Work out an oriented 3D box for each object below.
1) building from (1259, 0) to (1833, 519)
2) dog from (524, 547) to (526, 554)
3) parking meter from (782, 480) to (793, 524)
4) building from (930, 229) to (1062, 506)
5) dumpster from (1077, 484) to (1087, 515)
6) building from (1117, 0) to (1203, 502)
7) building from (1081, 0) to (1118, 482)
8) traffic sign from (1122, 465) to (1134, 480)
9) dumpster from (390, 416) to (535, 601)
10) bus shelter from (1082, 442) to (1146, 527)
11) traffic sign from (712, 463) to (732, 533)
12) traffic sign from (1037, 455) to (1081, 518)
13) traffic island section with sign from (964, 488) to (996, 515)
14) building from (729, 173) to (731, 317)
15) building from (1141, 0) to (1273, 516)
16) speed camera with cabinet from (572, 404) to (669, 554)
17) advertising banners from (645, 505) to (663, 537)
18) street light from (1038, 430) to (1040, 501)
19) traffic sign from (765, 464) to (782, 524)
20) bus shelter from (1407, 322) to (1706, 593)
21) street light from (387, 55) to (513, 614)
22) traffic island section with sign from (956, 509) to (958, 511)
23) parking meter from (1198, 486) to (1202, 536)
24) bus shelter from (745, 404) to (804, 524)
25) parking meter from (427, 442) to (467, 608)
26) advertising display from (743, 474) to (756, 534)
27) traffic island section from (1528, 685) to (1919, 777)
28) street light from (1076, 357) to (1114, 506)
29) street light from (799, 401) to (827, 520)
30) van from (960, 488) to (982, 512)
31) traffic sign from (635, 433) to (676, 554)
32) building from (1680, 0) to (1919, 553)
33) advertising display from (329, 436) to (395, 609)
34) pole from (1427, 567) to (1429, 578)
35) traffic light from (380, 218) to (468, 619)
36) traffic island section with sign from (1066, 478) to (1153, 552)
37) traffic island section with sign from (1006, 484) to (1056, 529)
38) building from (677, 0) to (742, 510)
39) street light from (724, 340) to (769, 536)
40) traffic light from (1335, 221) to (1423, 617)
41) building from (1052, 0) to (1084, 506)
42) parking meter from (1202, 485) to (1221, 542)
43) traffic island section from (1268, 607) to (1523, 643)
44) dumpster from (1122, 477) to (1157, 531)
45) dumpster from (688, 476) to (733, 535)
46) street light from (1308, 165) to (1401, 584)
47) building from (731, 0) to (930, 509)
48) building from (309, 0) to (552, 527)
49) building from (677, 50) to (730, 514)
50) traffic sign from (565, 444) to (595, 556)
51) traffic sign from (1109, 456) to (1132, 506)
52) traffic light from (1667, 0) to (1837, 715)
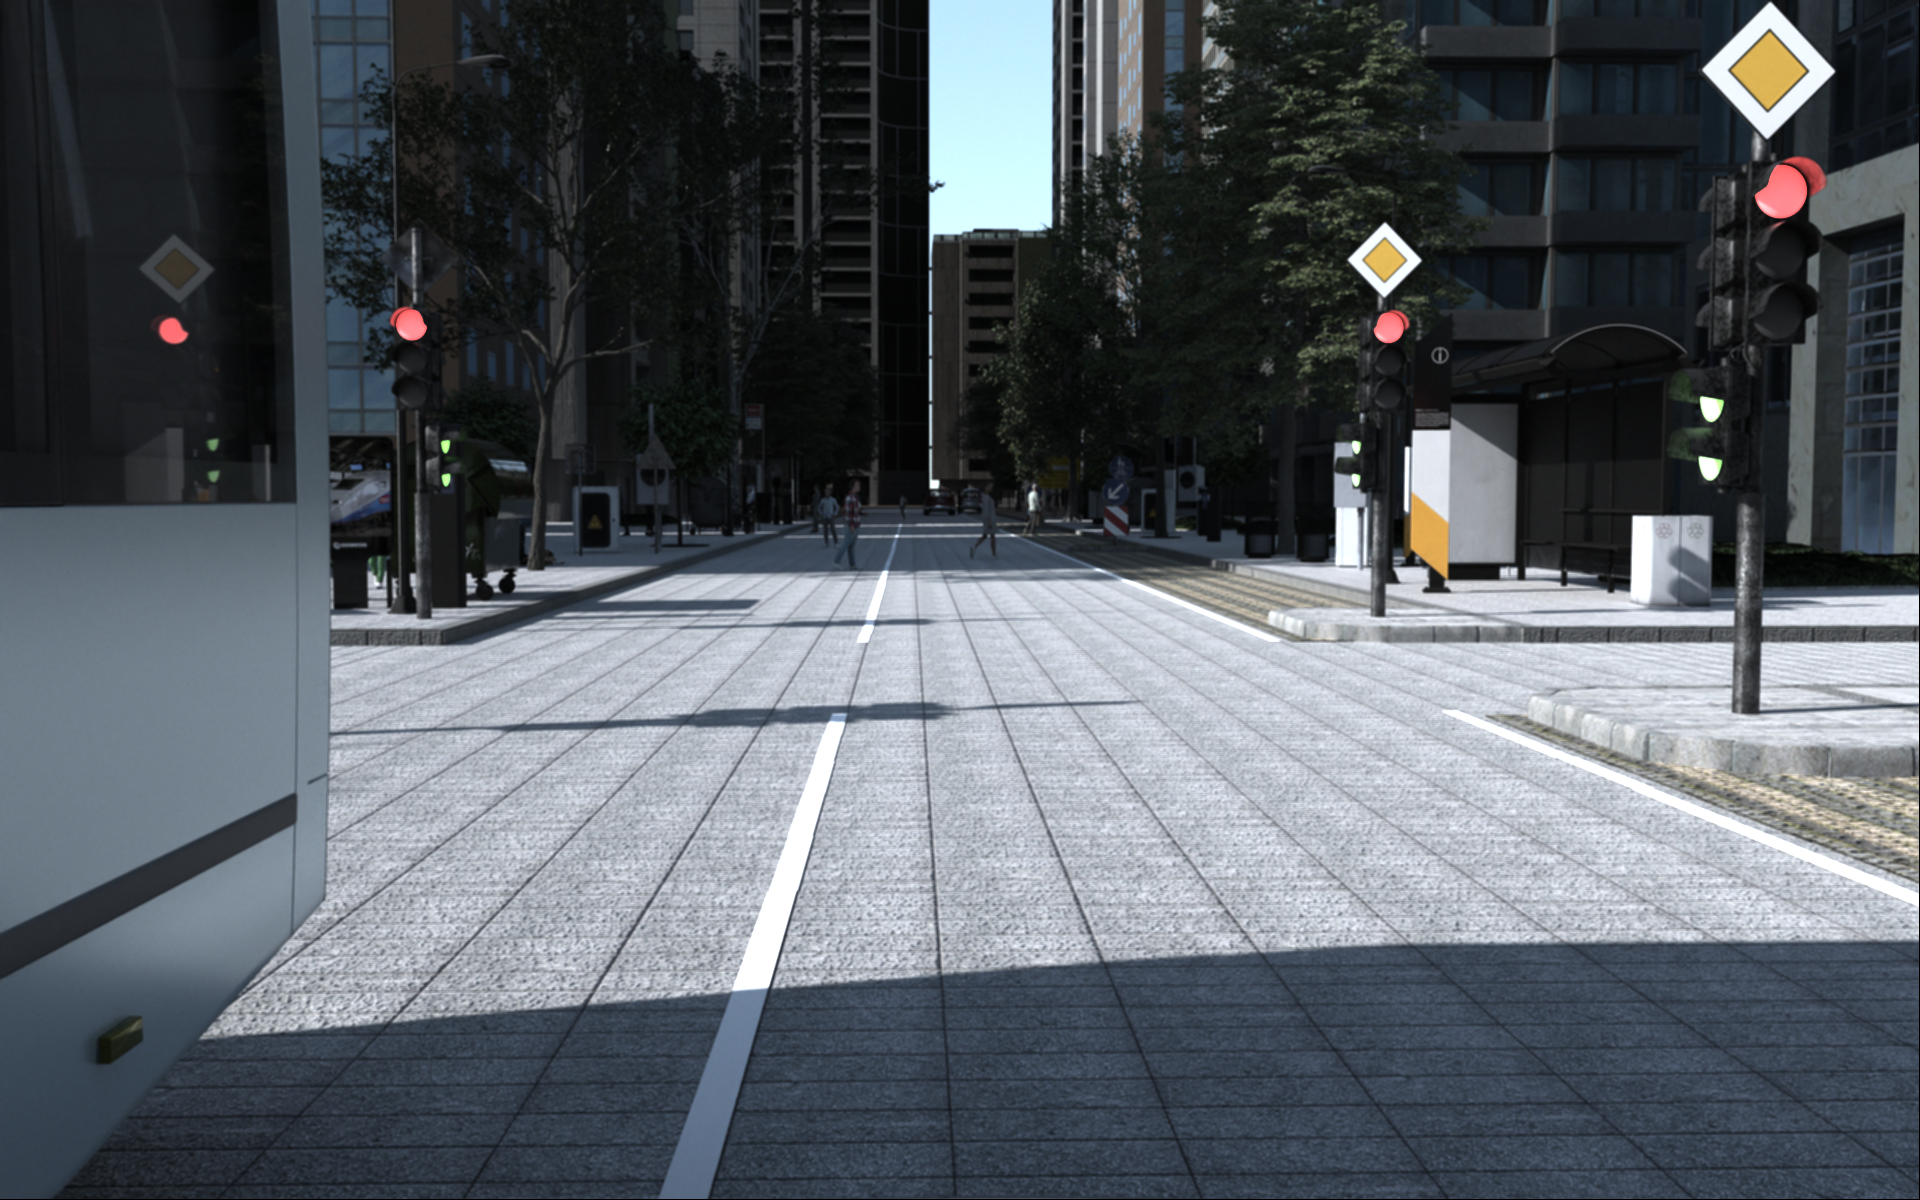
[{"bbox_3d":[26.318,-28.032,77.938,23.786,49.044,30.456,0,4,-2],"label":"building"},{"bbox_3d":[-9.213,-1.314,35.857,0.800,0.831,0.513,2,4,31],"label":"dog"},{"bbox_3d":[-7.283,-4.123,73.125,0.255,1.863,0.399,2,4,33],"label":"parking meter"},{"bbox_3d":[3.776,-25.669,191.396,14.107,30.474,14.160,0,4,-2],"label":"building"},{"bbox_3d":[6.492,-5.142,89.829,1.264,1.857,1.865,0,4,-2],"label":"dumpster"},{"bbox_3d":[19.088,-29.057,125.193,14.600,45.320,14.200,0,4,-2],"label":"building"},{"bbox_3d":[20.896,-36.950,146.126,21.231,58.520,28.212,0,4,-2],"label":"building"},{"bbox_3d":[5.942,-3.859,63.194,0.768,2.556,0.104,0,4,1],"label":"traffic sign"},{"bbox_3d":[-6.221,-1.159,21.442,1.502,2.255,1.985,0,4,-2],"label":"dumpster"},{"bbox_3d":[6.204,-4.682,70.477,2.014,3.302,5.546,0,4,-2],"label":"bus shelter"},{"bbox_3d":[-7.942,-3.511,57.504,0.768,2.556,0.104,0,4,0],"label":"traffic sign"},{"bbox_3d":[5.200,-5.942,91.018,2.265,3.308,0.079,0,4,1],"label":"traffic sign"},{"bbox_3d":[1.487,-6.826,120.240,1.989,1.847,2.006,0,4,-2],"label":"traffic island section with sign"},{"bbox_3d":[-24.690,-21.797,128.075,14.160,30.474,14.107,0,4,-2],"label":"building"},{"bbox_3d":[28.019,-25.361,106.534,32.217,40.220,23.993,0,4,-2],"label":"building"},{"bbox_3d":[-7.392,-2.652,37.693,2.038,3.252,0.660,-1,4,-14],"label":"speed camera with cabinet"},{"bbox_3d":[-9.020,-3.399,51.755,0.090,3.025,2.074,-2,4,-31],"label":"advertising banners"},{"bbox_3d":[3.698,-7.370,93.039,1.470,5.913,1.316,0,4,-2],"label":"street light"},{"bbox_3d":[-7.995,-4.536,74.272,0.768,2.556,0.104,0,4,7],"label":"traffic sign"},{"bbox_3d":[7.701,-1.791,23.200,2.014,3.302,5.546,0,4,-2],"label":"bus shelter"},{"bbox_3d":[-5.434,-2.810,18.489,1.470,5.913,1.316,0,4,-2],"label":"street light"},{"bbox_3d":[0.685,-8.509,147.756,1.989,1.847,2.006,0,4,-2],"label":"traffic island section with sign"},{"bbox_3d":[7.543,-2.758,53.496,0.372,1.533,0.369,0,3,0],"label":"parking meter"},{"bbox_3d":[-8.544,-6.241,79.671,2.179,5.291,8.768,0,4,-2],"label":"bus shelter"},{"bbox_3d":[-5.788,-0.843,19.502,0.399,1.863,0.255,0,4,-3],"label":"parking meter"},{"bbox_3d":[-6.861,-3.132,56.426,0.123,1.923,0.974,1,4,11],"label":"advertising display"},{"bbox_3d":[4.625,0.742,10.148,2.009,0.180,2.903,0,4,-2],"label":"traffic island section"},{"bbox_3d":[4.630,-5.270,58.702,1.470,5.913,1.316,0,4,-2],"label":"street light"},{"bbox_3d":[-7.354,-6.978,86.629,1.470,5.913,1.316,0,4,-2],"label":"street light"},{"bbox_3d":[0.828,-7.897,136.132,2.013,2.044,4.112,0,4,-2],"label":"van"},{"bbox_3d":[-6.516,-2.269,37.104,0.884,2.594,0.081,0,4,0],"label":"traffic sign"},{"bbox_3d":[32.976,-44.027,32.512,31.000,86.520,22.319,0,4,-2],"label":"building"},{"bbox_3d":[-6.826,-0.864,19.343,0.974,1.923,0.123,-2,4,-24],"label":"advertising display"},{"bbox_3d":[7.244,-1.992,26.408,0.158,3.312,0.155,0,3,0],"label":"pole"},{"bbox_3d":[-5.501,-1.761,17.718,0.839,4.253,0.868,0,4,-2],"label":"traffic light"},{"bbox_3d":[3.686,-2.114,43.191,1.989,1.847,2.006,0,4,-2],"label":"traffic island section with sign"},{"bbox_3d":[2.887,-3.810,70.923,1.989,1.847,2.006,0,4,-2],"label":"traffic island section with sign"},{"bbox_3d":[-28.245,-43.479,149.125,20.611,71.187,20.563,0,4,-2],"label":"building"},{"bbox_3d":[-6.463,-4.882,52.359,1.470,5.913,1.316,0,4,-2],"label":"street light"},{"bbox_3d":[4.356,-1.779,18.014,0.839,4.253,0.868,0,4,-2],"label":"traffic light"},{"bbox_3d":[21.287,-46.229,194.098,20.611,71.187,20.563,0,4,-2],"label":"building"},{"bbox_3d":[6.869,-2.349,46.818,0.372,1.533,0.369,0,3,0],"label":"parking meter"},{"bbox_3d":[4.397,0.254,18.129,2.009,0.180,2.903,0,4,-2],"label":"traffic island section"},{"bbox_3d":[6.135,-3.262,59.097,1.264,1.857,1.865,0,4,-2],"label":"dumpster"},{"bbox_3d":[-7.916,-3.009,54.948,1.264,1.857,1.865,0,4,-2],"label":"dumpster"},{"bbox_3d":[5.614,-3.188,24.670,1.470,5.913,1.316,0,4,-2],"label":"street light"},{"bbox_3d":[-13.670,-46.160,192.973,20.611,71.187,20.563,0,4,-2],"label":"building"},{"bbox_3d":[-23.052,-25.128,60.956,14.600,45.320,14.200,0,4,-2],"label":"building"},{"bbox_3d":[-23.178,-20.900,113.411,14.160,30.474,14.107,0,4,-2],"label":"building"},{"bbox_3d":[-7.801,-2.046,35.576,0.606,2.300,0.079,0,4,0],"label":"traffic sign"},{"bbox_3d":[5.379,-3.541,58.008,0.768,2.556,0.104,0,4,-1],"label":"traffic sign"},{"bbox_3d":[4.584,-1.291,10.033,0.839,4.253,0.868,0,4,-2],"label":"traffic light"}]
